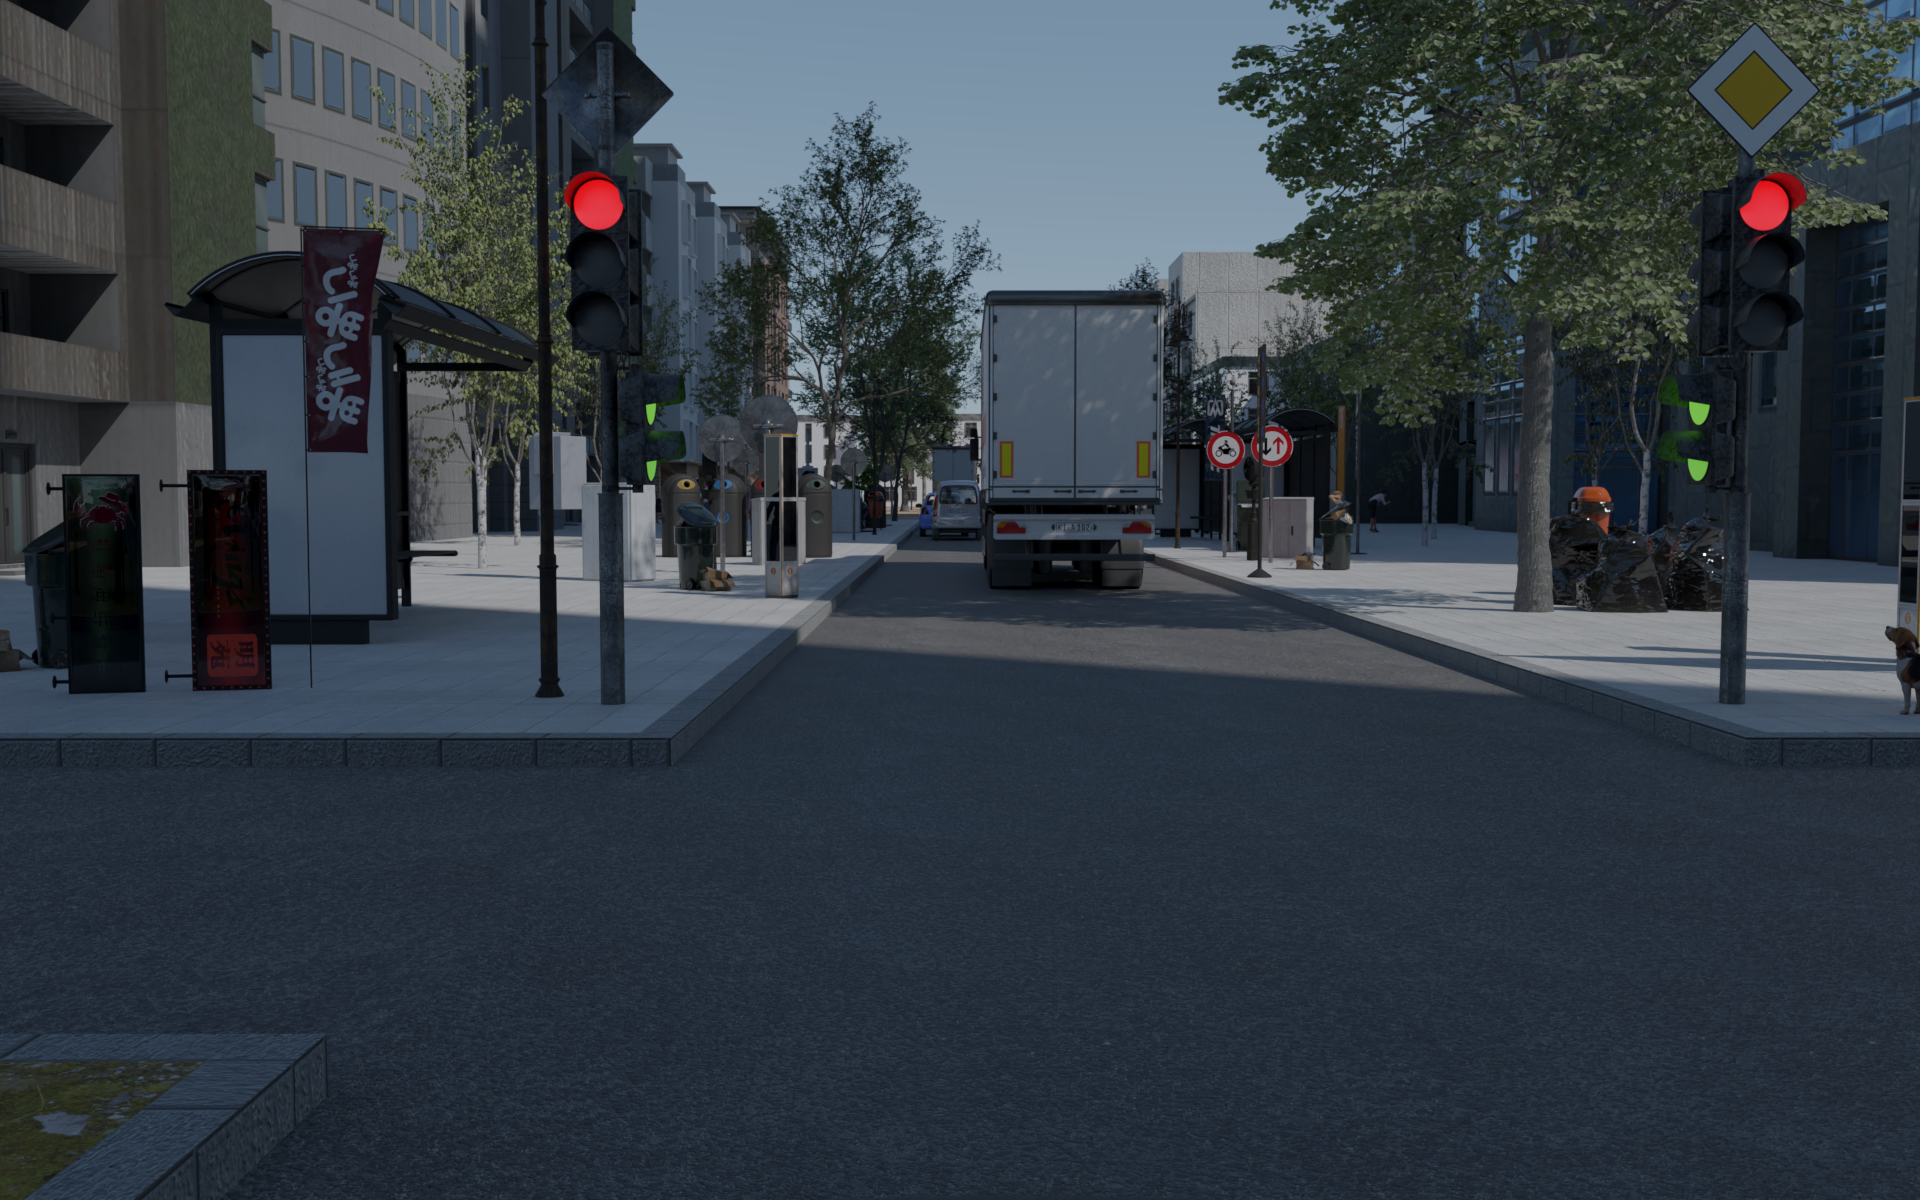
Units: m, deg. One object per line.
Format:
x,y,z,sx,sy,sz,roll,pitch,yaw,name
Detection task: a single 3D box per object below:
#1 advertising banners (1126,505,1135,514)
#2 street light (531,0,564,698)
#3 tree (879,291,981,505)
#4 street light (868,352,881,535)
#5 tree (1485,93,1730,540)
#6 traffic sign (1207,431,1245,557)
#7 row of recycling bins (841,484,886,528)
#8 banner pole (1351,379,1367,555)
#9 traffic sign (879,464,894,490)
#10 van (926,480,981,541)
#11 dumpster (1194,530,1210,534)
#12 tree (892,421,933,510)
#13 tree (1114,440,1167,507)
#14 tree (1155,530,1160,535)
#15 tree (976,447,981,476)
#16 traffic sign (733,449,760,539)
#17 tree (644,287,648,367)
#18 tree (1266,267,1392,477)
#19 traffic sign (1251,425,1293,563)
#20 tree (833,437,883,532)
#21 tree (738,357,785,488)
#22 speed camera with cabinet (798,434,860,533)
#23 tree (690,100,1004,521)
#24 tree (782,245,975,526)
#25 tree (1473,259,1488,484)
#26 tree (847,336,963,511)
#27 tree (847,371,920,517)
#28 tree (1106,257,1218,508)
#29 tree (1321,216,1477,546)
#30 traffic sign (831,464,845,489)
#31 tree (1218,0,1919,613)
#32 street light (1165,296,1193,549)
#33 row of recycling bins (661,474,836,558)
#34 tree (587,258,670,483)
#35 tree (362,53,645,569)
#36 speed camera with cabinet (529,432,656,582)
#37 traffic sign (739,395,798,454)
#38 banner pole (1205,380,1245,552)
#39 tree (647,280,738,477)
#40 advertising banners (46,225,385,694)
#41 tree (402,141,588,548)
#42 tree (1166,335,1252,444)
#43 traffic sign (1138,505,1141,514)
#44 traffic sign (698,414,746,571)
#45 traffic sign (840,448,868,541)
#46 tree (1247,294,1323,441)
7.231,-4.739,73.666,2.074,3.025,0.090,3,5,39,advertising banners
-2.602,-2.325,10.806,0.468,5.910,1.993,0,4,0,street light
-4.287,-18.637,160.599,12.611,20.169,13.585,0,3,0,tree
-2.693,-4.990,54.372,0.468,5.910,1.993,0,4,0,street light
12.063,-4.881,30.172,4.360,8.622,3.978,0,3,0,tree
5.355,-2.133,34.982,0.768,2.556,0.104,0,4,1,traffic sign
-4.538,-3.548,65.120,3.534,1.692,1.069,0,4,-5,row of recycling bins
8.503,-2.877,37.052,0.401,3.779,0.863,0,4,6,banner pole
-3.226,-4.543,74.380,0.768,2.556,0.104,0,4,0,traffic sign
-0.064,-2.921,54.778,2.013,2.044,4.112,0,4,0,van
8.316,-3.286,56.228,1.502,2.255,1.985,0,4,0,dumpster
-4.166,-11.581,139.705,4.360,8.622,3.978,0,3,0,tree
5.306,-4.583,58.649,4.285,4.588,4.351,0,3,0,tree
6.194,-3.693,54.988,1.663,3.219,1.824,0,3,0,tree
5.590,-13.248,133.608,9.611,12.733,9.660,0,3,0,tree
-6.036,-2.982,48.862,0.768,2.556,0.104,0,4,5,traffic sign
-11.009,-5.678,43.201,4.737,8.622,4.395,0,3,0,tree
11.908,-6.363,54.398,4.737,8.622,4.395,0,3,0,tree
5.787,-1.962,32.190,0.768,2.556,0.104,0,4,7,traffic sign
-3.464,-3.911,58.543,1.663,3.219,1.824,0,3,0,tree
-10.773,-8.109,82.938,4.737,8.622,4.395,0,3,0,tree
-4.329,-3.837,57.075,2.038,3.252,0.660,0,4,-7,speed camera with cabinet
-2.982,-6.526,41.105,7.601,10.594,8.767,2,4,25,tree
-3.276,-8.790,69.472,9.928,11.665,9.643,0,3,0,tree
13.511,-5.258,36.324,4.360,8.622,3.978,0,3,0,tree
-4.108,-13.520,127.703,9.857,13.997,8.962,0,3,0,tree
-3.958,-8.915,96.119,4.737,8.622,4.395,0,3,0,tree
6.551,-8.157,67.782,7.601,10.594,8.767,0,4,1,tree
11.476,-5.612,42.111,4.360,8.622,3.978,0,3,0,tree
-5.315,-4.554,74.558,0.768,2.556,0.104,0,4,7,traffic sign
6.488,-6.120,18.192,7.486,12.596,7.792,0,3,0,tree
5.127,-4.151,40.654,0.468,5.910,1.993,0,4,0,street light
-4.339,-1.719,35.213,3.534,1.692,1.069,0,4,4,row of recycling bins
-10.384,-6.094,49.999,4.360,8.622,3.978,0,3,0,tree
-8.104,-4.834,29.400,4.737,8.622,4.395,0,3,0,tree
-5.480,-1.923,25.780,2.038,3.252,0.660,2,4,32,speed camera with cabinet
-2.459,-1.352,22.217,0.768,2.556,0.104,0,4,7,traffic sign
5.778,-2.948,38.224,0.863,3.779,0.401,2,4,29,banner pole
-10.890,-6.648,59.051,4.737,8.622,4.395,0,3,0,tree
-4.791,-0.921,11.241,2.074,3.025,0.090,-1,4,-13,advertising banners
-10.180,-5.278,36.656,4.360,8.622,3.978,0,3,0,tree
11.591,-7.900,79.533,4.737,8.622,4.395,0,3,0,tree
5.026,-2.962,48.531,0.768,2.556,0.104,0,4,7,traffic sign
-3.808,-1.689,27.720,0.768,2.556,0.104,0,4,0,traffic sign
-2.929,-2.915,47.761,0.768,2.556,0.104,1,4,9,traffic sign
12.856,-6.843,62.239,4.360,8.622,3.978,0,3,0,tree
